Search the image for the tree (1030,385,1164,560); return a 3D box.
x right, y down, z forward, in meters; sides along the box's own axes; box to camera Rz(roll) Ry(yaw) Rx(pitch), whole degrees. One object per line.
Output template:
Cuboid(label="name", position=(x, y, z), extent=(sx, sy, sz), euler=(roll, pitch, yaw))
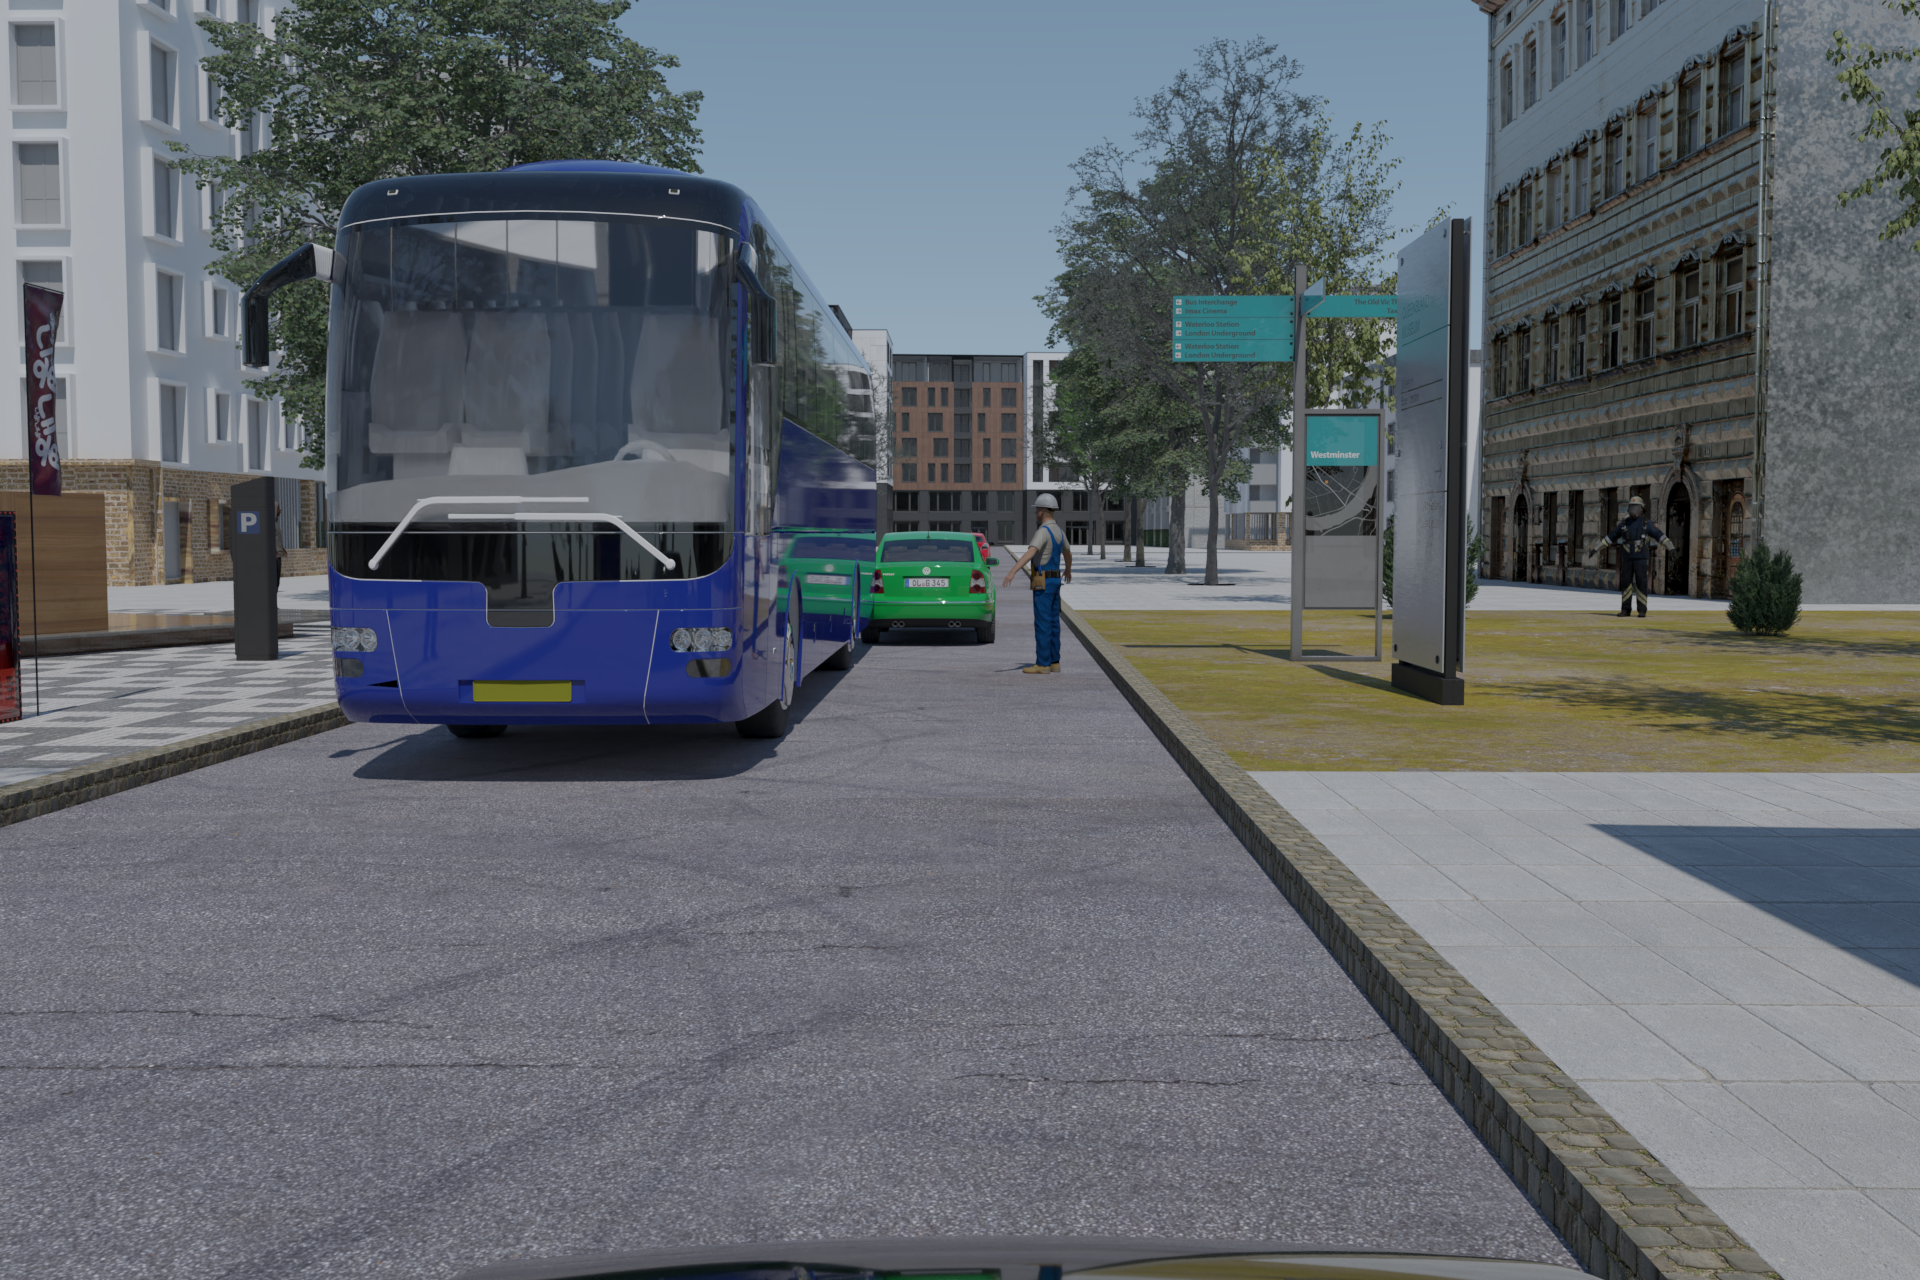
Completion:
Cuboid(label="tree", position=(7.334, -9.357, 87.406), extent=(8.767, 10.594, 7.601), euler=(1, 4, 15))

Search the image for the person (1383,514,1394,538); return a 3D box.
Cuboid(label="person", position=(9.927, -1.991, 39.278), extent=(1.216, 1.740, 0.721), euler=(-2, 4, -26))

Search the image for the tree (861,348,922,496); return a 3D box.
Cuboid(label="tree", position=(-7.780, -11.954, 105.818), extent=(12.009, 13.543, 11.850), euler=(0, 3, 0))

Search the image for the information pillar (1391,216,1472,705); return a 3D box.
Cuboid(label="information pillar", position=(3.705, -1.368, 13.675), extent=(0.184, 3.620, 1.656), euler=(0, 4, 1))

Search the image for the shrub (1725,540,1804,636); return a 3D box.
Cuboid(label="shrub", position=(10.156, -0.658, 21.872), extent=(1.383, 1.207, 1.383), euler=(0, 3, 0))

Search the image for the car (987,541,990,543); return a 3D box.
Cuboid(label="car", position=(0.772, -5.760, 103.968), extent=(2.009, 1.686, 4.222), euler=(0, 4, 1))

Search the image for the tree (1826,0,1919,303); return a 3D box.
Cuboid(label="tree", position=(10.330, -4.056, 16.674), extent=(4.737, 8.622, 4.395), euler=(0, 3, 0))

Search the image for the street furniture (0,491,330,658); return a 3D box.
Cuboid(label="street furniture", position=(-13.314, -0.796, 19.868), extent=(9.812, 1.723, 11.010), euler=(1, 4, 20))

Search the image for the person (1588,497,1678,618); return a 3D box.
Cuboid(label="person", position=(10.394, -1.279, 26.699), extent=(1.354, 1.856, 0.705), euler=(3, 5, 41))

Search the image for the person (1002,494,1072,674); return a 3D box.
Cuboid(label="person", position=(0.866, -0.584, 17.863), extent=(0.705, 1.847, 1.347), euler=(2, 4, 32))

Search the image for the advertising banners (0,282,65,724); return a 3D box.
Cuboid(label="advertising banners", position=(-6.492, -0.942, 11.588), extent=(0.090, 3.025, 2.074), euler=(0, 4, 1))

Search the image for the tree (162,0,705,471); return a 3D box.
Cuboid(label="tree", position=(-9.320, -7.710, 32.718), extent=(9.857, 13.997, 8.962), euler=(0, 3, 0))

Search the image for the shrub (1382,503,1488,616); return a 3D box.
Cuboid(label="shrub", position=(7.060, -1.347, 26.064), extent=(1.661, 2.075, 1.752), euler=(0, 3, 0))

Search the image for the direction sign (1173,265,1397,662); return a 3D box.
Cuboid(label="direction sign", position=(3.378, -1.715, 16.796), extent=(2.525, 3.948, 1.411), euler=(0, 4, 1))

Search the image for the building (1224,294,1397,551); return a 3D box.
Cuboid(label="building", position=(27.147, -17.559, 143.516), extent=(16.016, 20.090, 11.380), euler=(0, 4, 1))

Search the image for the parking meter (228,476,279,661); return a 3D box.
Cuboid(label="parking meter", position=(-7.166, -0.725, 17.565), extent=(0.399, 1.863, 0.255), euler=(0, 4, 1))

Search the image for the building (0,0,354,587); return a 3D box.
Cuboid(label="building", position=(-25.000, -11.454, 43.693), extent=(16.016, 20.090, 11.380), euler=(0, 4, 2))

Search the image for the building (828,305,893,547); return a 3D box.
Cuboid(label="building", position=(-21.244, -19.988, 170.775), extent=(27.936, 21.610, 32.646), euler=(0, 4, 0))

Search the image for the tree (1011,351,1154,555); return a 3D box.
Cuboid(label="tree", position=(7.984, -11.893, 104.824), extent=(12.009, 13.543, 11.850), euler=(0, 3, 0))

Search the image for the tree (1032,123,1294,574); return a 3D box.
Cuboid(label="tree", position=(6.969, -9.109, 55.593), extent=(9.857, 13.997, 8.962), euler=(0, 3, 0))

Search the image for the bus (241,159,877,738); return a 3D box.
Cuboid(label="bus", position=(-2.368, -1.460, 15.418), extent=(2.896, 3.916, 12.251), euler=(0, 4, 1))

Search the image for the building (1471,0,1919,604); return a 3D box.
Cuboid(label="building", position=(23.932, -12.771, 39.732), extent=(19.493, 23.208, 18.063), euler=(0, 4, 1))

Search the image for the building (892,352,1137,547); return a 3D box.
Cuboid(label="building", position=(4.001, -22.022, 206.498), extent=(32.646, 21.610, 27.936), euler=(0, 4, -5))

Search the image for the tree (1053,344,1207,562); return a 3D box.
Cuboid(label="tree", position=(7.788, -9.353, 78.680), extent=(9.928, 11.665, 9.643), euler=(0, 3, 0))

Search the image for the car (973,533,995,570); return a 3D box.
Cuboid(label="car", position=(0.316, -3.681, 69.223), extent=(2.155, 1.783, 4.494), euler=(0, 4, 1))

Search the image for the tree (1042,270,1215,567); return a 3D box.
Cuboid(label="tree", position=(7.151, -8.645, 67.101), extent=(9.928, 11.665, 9.643), euler=(0, 3, 0))

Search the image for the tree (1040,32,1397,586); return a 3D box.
Cuboid(label="tree", position=(6.366, -8.091, 42.651), extent=(12.009, 13.543, 11.850), euler=(0, 3, 0))

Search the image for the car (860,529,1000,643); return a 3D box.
Cuboid(label="car", position=(-0.416, -0.935, 24.081), extent=(1.959, 1.807, 4.718), euler=(0, 4, 0))

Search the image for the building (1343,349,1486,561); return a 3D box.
Cuboid(label="building", position=(24.731, -8.368, 78.957), extent=(9.099, 9.664, 28.070), euler=(0, 4, 1))

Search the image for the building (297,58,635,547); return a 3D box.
Cuboid(label="building", position=(-23.879, -13.105, 80.732), extent=(16.747, 18.905, 31.486), euler=(0, 4, 2))

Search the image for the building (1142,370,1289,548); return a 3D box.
Cuboid(label="building", position=(27.930, -18.812, 174.027), extent=(16.747, 18.905, 31.486), euler=(0, 4, 1))

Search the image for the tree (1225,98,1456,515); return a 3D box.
Cuboid(label="tree", position=(6.442, -4.898, 30.444), extent=(4.737, 8.622, 4.395), euler=(0, 3, 0))

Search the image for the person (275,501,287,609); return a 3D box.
Cuboid(label="person", position=(-10.928, -1.315, 27.637), extent=(0.705, 1.813, 1.348), euler=(-1, 4, -15))
